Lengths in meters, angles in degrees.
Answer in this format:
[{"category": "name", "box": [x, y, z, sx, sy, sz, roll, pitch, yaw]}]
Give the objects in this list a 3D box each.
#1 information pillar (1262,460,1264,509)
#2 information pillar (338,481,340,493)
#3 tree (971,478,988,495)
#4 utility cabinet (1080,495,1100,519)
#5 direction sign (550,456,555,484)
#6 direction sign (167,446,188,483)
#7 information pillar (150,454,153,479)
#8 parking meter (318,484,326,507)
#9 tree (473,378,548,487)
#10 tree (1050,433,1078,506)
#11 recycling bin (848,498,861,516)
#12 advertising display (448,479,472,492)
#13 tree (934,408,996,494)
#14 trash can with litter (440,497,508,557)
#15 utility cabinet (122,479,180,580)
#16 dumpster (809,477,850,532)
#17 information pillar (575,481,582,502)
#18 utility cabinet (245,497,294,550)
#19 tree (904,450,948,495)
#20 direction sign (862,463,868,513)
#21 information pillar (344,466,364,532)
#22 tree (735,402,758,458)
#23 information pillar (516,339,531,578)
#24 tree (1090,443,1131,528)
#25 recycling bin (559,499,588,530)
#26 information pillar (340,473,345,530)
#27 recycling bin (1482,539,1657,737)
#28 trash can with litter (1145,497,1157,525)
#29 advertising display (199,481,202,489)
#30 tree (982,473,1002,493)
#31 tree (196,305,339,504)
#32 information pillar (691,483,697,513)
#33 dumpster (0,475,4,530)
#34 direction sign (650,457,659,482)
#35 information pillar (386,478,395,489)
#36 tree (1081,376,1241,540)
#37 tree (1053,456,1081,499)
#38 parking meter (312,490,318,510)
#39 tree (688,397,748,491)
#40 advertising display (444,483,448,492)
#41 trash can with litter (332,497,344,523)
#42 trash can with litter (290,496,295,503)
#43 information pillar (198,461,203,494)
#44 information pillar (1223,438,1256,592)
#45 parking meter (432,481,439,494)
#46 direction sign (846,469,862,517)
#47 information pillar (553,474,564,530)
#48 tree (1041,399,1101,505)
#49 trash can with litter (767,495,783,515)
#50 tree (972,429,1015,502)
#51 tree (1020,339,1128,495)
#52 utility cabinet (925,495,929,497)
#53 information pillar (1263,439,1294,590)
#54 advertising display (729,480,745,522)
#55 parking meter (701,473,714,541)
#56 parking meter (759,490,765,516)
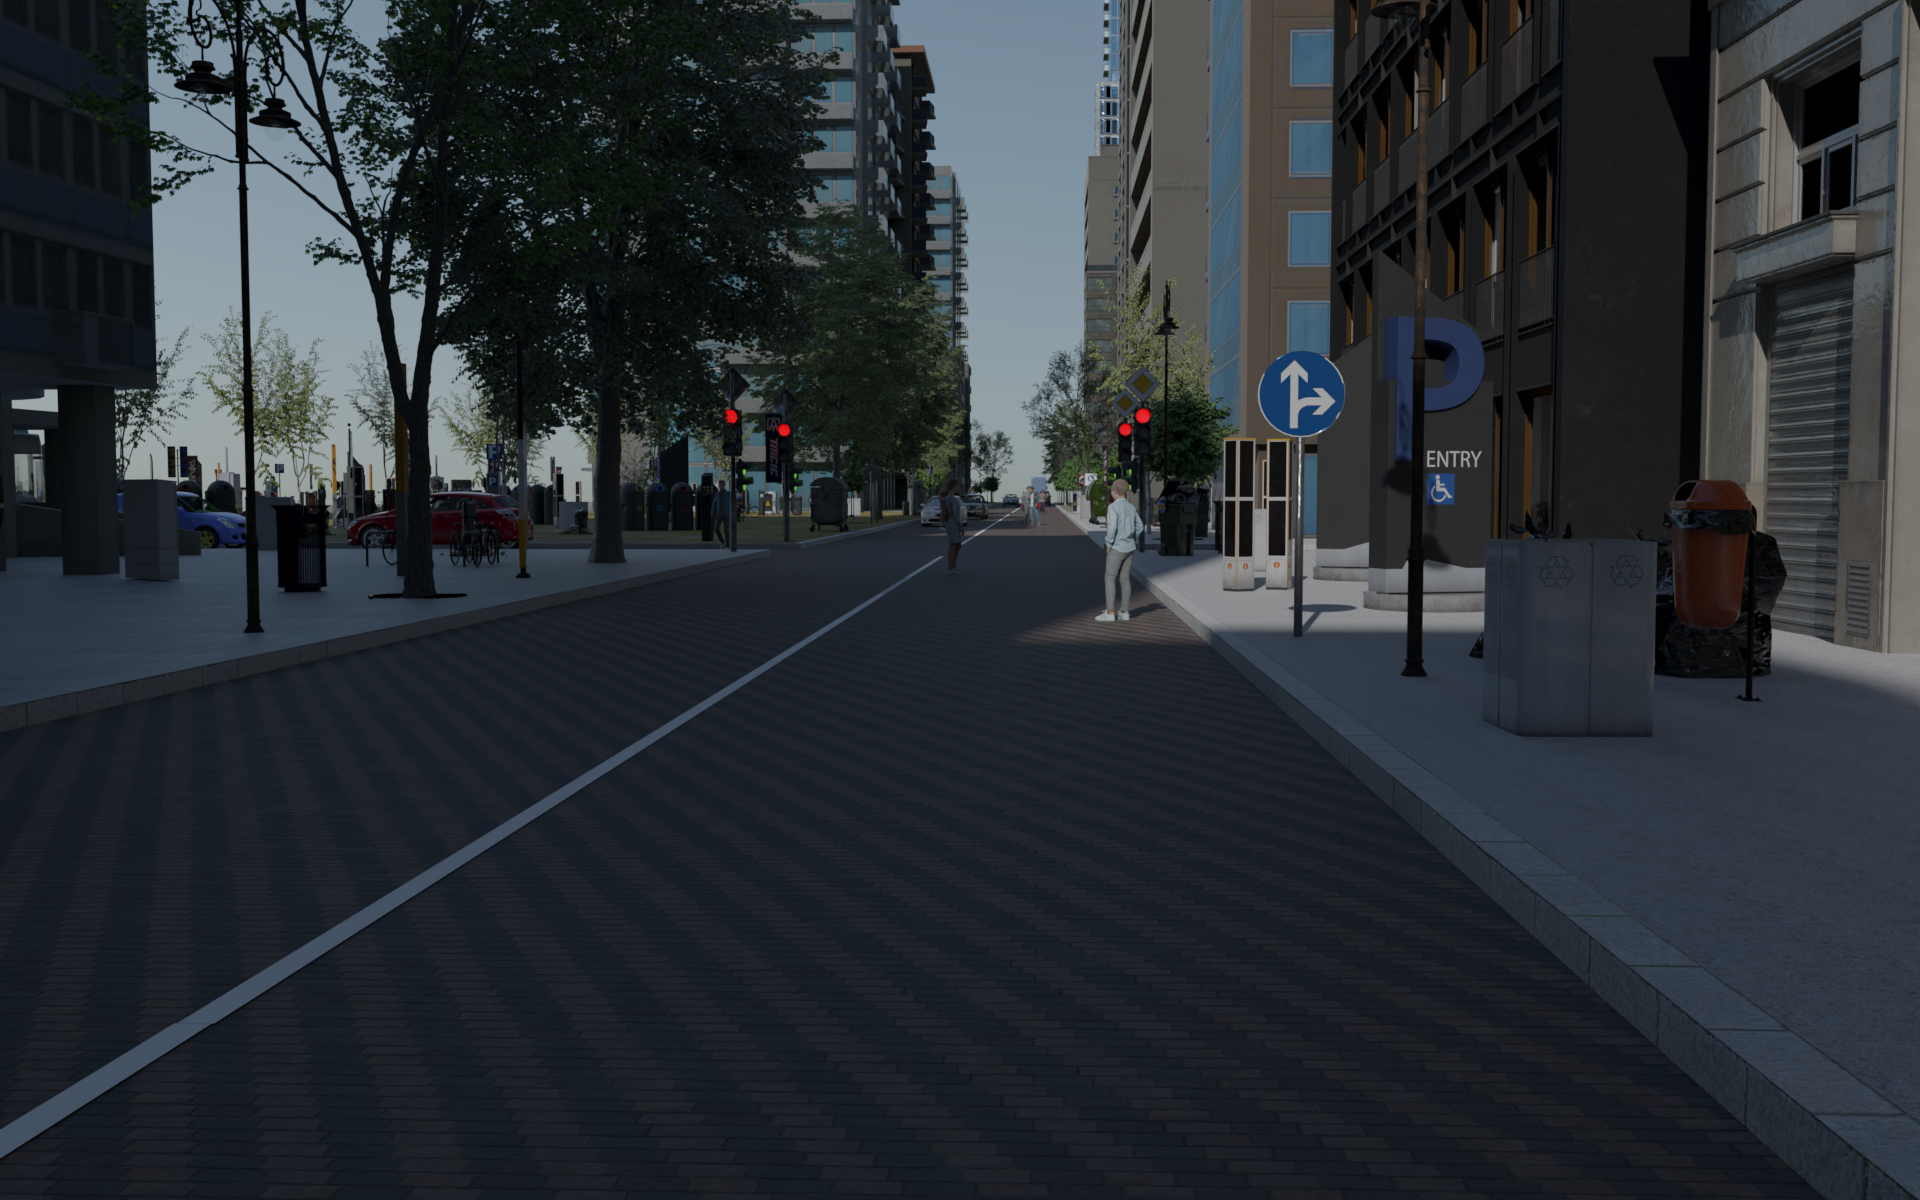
[{"category": "information pillar", "box": [6.677, -2.004, 37.250, 0.304, 2.012, 0.304, 2, 4, 24]}, {"category": "information pillar", "box": [-34.611, -5.669, 97.175, 0.304, 2.012, 0.304, -2, 4, -34]}, {"category": "tree", "box": [2.043, -13.559, 216.295, 1.663, 3.219, 1.824, 0, 3, 0]}, {"category": "utility cabinet", "box": [6.614, -4.696, 87.937, 1.020, 1.237, 0.306, -1, 4, -19]}, {"category": "direction sign", "box": [-24.601, -6.892, 104.681, 0.379, 3.537, 0.876, -2, 4, -30]}, {"category": "direction sign", "box": [-36.972, -5.500, 81.916, 0.876, 3.537, 0.379, -1, 4, -17]}, {"category": "information pillar", "box": [-46.658, -6.645, 100.007, 0.183, 3.616, 0.504, -2, 4, -34]}, {"category": "parking meter", "box": [-32.320, -5.018, 87.761, 0.399, 1.863, 0.255, -1, 4, -21]}, {"category": "tree", "box": [-26.413, -9.227, 101.230, 4.360, 8.622, 3.978, 0, 3, 0]}, {"category": "tree", "box": [11.808, -14.872, 193.526, 4.360, 8.622, 3.978, 0, 3, 0]}, {"category": "recycling bin", "box": [-6.318, -5.484, 102.213, 0.722, 1.027, 0.722, -2, 4, -24]}, {"category": "advertising display", "box": [-21.932, -4.343, 76.228, 0.123, 1.923, 0.974, 3, 5, 42]}, {"category": "tree", "box": [0.464, -15.513, 188.048, 7.601, 10.594, 8.767, 0, 4, 7]}, {"category": "trash can with litter", "box": [-10.043, -1.543, 36.280, 1.678, 1.210, 2.233, 0, 4, 3]}, {"category": "utility cabinet", "box": [-12.044, -1.047, 25.800, 1.173, 1.500, 0.318, 3, 5, 42]}, {"category": "dumpster", "box": [-4.467, -3.262, 59.089, 1.264, 1.857, 1.865, 0, 4, 3]}, {"category": "information pillar", "box": [-21.397, -5.665, 97.113, 0.304, 2.012, 0.304, 0, 4, 2]}, {"category": "utility cabinet", "box": [-15.799, -1.744, 39.675, 1.020, 1.237, 0.306, 0, 4, 0]}, {"category": "tree", "box": [-2.543, -8.838, 128.211, 4.285, 4.588, 4.351, 0, 3, 0]}, {"category": "direction sign", "box": [-6.835, -7.835, 120.095, 0.876, 3.537, 0.379, 0, 4, -1]}, {"category": "information pillar", "box": [-16.084, -2.544, 46.082, 0.304, 2.012, 0.304, 3, 4, 36]}, {"category": "tree", "box": [-15.321, -9.787, 110.381, 4.737, 8.622, 4.395, 0, 3, 0]}, {"category": "information pillar", "box": [-6.707, -2.152, 26.539, 0.183, 3.616, 0.504, 0, 4, -8]}, {"category": "tree", "box": [5.965, -4.357, 65.842, 1.663, 3.219, 1.824, 0, 3, 0]}, {"category": "recycling bin", "box": [-12.969, -2.790, 58.179, 0.722, 1.027, 0.722, 1, 4, 18]}, {"category": "information pillar", "box": [-20.896, -3.354, 59.329, 0.304, 2.012, 0.304, 3, 4, 38]}, {"category": "recycling bin", "box": [3.318, 0.188, 9.474, 0.722, 1.027, 0.722, 0, 4, 1]}, {"category": "trash can with litter", "box": [7.856, -3.671, 71.405, 0.624, 1.170, 1.055, -1, 4, -18]}, {"category": "advertising display", "box": [-36.556, -4.746, 82.808, 0.123, 1.923, 0.974, 0, 4, 7]}, {"category": "tree", "box": [4.875, -17.367, 267.655, 4.285, 4.588, 4.351, 0, 3, 0]}, {"category": "tree", "box": [-27.812, -7.218, 68.379, 4.737, 8.622, 4.395, 0, 3, 0]}, {"category": "information pillar", "box": [-17.949, -6.874, 116.876, 0.304, 2.012, 0.304, -2, 4, -26]}, {"category": "dumpster", "box": [-6.847, -0.463, 10.066, 1.502, 2.255, 1.985, 0, 4, 3]}, {"category": "direction sign", "box": [-18.596, -6.941, 105.487, 0.876, 3.537, 0.379, 3, 5, 43]}, {"category": "information pillar", "box": [-25.822, -4.531, 78.578, 0.304, 2.012, 0.304, 1, 4, 9]}, {"category": "tree", "box": [6.214, -3.970, 48.622, 4.285, 4.588, 4.351, 0, 3, 0]}, {"category": "tree", "box": [9.318, -9.060, 131.837, 4.285, 4.588, 4.351, 0, 3, 0]}, {"category": "parking meter", "box": [-44.857, -6.851, 120.430, 0.372, 1.533, 0.369, 0, 3, 0]}, {"category": "tree", "box": [-14.396, -9.337, 103.019, 4.360, 8.622, 3.978, 0, 3, 0]}, {"category": "advertising display", "box": [-30.225, -5.844, 100.767, 0.974, 1.923, 0.123, 1, 4, 10]}, {"category": "trash can with litter", "box": [-26.299, -3.807, 73.632, 0.624, 1.170, 1.055, 0, 4, -4]}, {"category": "trash can with litter", "box": [-47.159, -6.731, 121.440, 1.055, 1.170, 0.624, 1, 4, 12]}, {"category": "information pillar", "box": [-49.654, -7.442, 113.023, 0.183, 3.616, 0.504, 1, 4, 18]}, {"category": "information pillar", "box": [3.676, -1.121, 22.821, 0.304, 2.012, 0.304, -2, 4, -30]}, {"category": "parking meter", "box": [-23.633, -4.423, 78.034, 0.255, 1.863, 0.399, -2, 4, -27]}, {"category": "direction sign", "box": [-6.125, -6.459, 97.605, 0.876, 3.537, 0.379, -1, 4, -19]}, {"category": "information pillar", "box": [-14.364, -3.518, 62.006, 0.304, 2.012, 0.304, -2, 4, -33]}, {"category": "tree", "box": [13.078, -17.600, 205.889, 7.486, 12.596, 7.792, 0, 3, 0]}, {"category": "trash can with litter", "box": [-11.292, -5.859, 106.852, 1.678, 1.210, 2.233, 2, 4, 27]}, {"category": "tree", "box": [5.199, -21.467, 276.737, 9.928, 11.665, 9.643, 0, 3, 0]}, {"category": "tree", "box": [7.606, -10.328, 103.278, 8.767, 10.594, 7.601, 1, 4, 9]}, {"category": "utility cabinet", "box": [-2.553, -6.574, 118.643, 0.306, 1.237, 1.020, 3, 4, 36]}, {"category": "information pillar", "box": [4.284, -1.145, 23.216, 0.304, 2.012, 0.304, 1, 4, 22]}, {"category": "advertising display", "box": [-10.312, -4.580, 80.091, 0.974, 1.923, 0.123, 3, 5, 41]}, {"category": "parking meter", "box": [-6.879, -2.536, 47.169, 0.255, 1.863, 0.399, 0, 4, 5]}, {"category": "parking meter", "box": [-11.746, -5.769, 102.731, 0.372, 1.533, 0.369, 0, 3, 0]}]
